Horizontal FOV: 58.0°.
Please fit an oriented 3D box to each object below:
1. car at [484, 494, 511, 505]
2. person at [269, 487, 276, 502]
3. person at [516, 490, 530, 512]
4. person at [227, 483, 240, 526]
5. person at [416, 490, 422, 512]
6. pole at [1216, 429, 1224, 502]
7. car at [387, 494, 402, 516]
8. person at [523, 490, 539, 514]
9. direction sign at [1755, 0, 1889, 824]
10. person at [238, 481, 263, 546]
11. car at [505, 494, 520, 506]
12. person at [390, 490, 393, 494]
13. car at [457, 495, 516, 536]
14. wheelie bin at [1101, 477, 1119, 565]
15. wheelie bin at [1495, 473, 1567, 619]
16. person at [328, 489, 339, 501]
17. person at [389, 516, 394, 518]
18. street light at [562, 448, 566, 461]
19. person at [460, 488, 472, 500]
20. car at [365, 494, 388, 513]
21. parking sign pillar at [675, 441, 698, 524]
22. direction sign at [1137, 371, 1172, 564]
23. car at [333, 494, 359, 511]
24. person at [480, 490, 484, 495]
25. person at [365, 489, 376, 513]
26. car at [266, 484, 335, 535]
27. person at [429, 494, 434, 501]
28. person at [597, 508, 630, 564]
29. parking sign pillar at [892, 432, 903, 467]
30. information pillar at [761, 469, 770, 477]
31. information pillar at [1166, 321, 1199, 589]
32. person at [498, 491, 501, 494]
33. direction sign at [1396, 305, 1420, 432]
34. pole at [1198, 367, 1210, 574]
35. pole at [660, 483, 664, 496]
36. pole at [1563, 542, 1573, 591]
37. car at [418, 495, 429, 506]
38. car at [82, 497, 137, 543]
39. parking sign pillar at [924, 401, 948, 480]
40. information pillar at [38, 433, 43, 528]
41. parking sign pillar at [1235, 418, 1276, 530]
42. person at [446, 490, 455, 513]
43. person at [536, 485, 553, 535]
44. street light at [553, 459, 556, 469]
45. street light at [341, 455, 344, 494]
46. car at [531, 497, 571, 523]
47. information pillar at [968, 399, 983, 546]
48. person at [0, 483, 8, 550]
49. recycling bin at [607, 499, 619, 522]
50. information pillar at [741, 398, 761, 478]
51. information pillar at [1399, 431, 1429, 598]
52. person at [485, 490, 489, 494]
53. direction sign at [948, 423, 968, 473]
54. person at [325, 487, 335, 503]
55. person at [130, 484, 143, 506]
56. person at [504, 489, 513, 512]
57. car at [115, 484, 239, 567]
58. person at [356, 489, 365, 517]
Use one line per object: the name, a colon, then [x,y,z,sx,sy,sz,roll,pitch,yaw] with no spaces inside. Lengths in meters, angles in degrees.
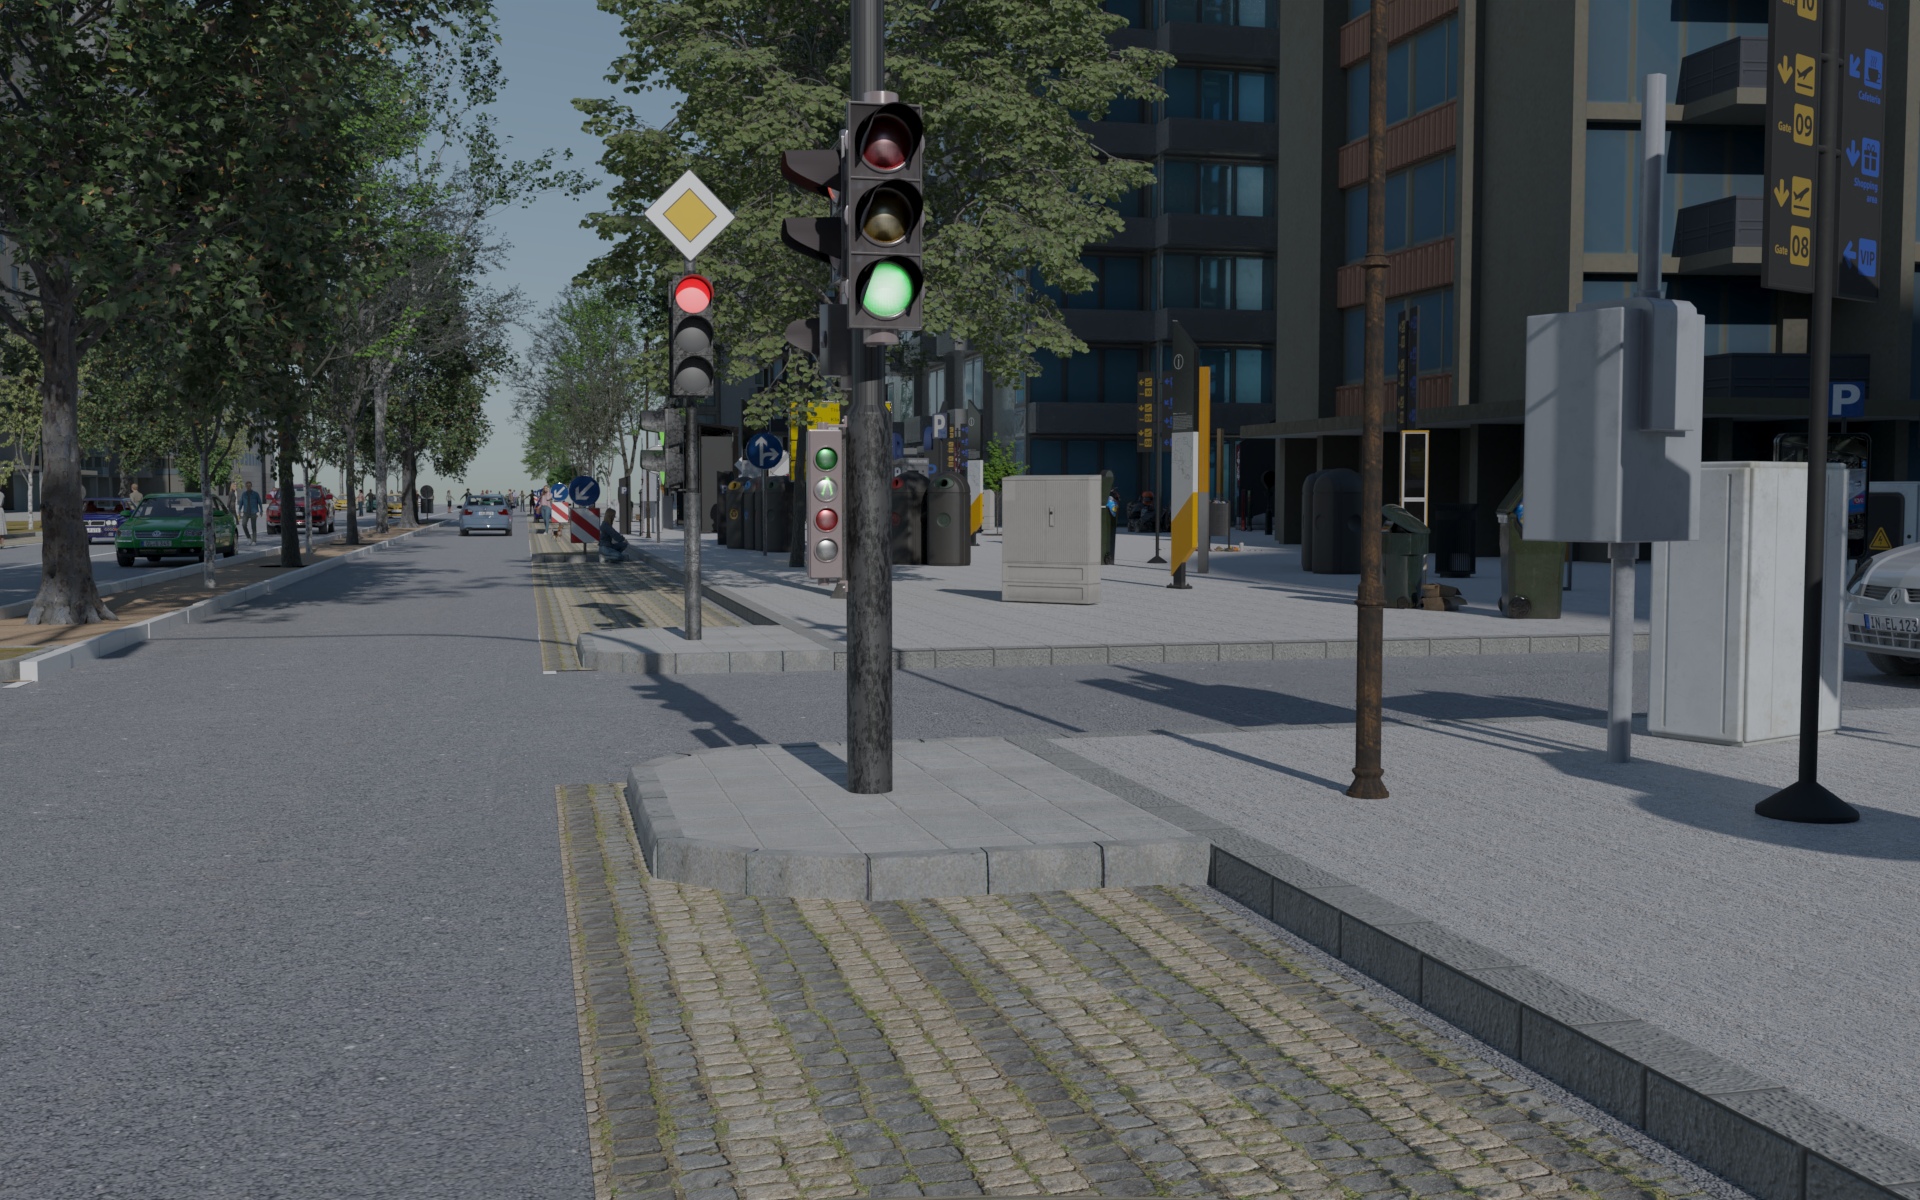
car: [-29.045,-5.876,107.876,2.131,1.459,4.920,-1,4,-16]
person: [-39.334,-5.566,99.367,0.709,1.838,0.599,-2,4,-25]
person: [-35.289,-7.986,139.796,1.217,1.735,0.721,-3,4,-38]
person: [-23.964,-2.925,56.537,0.699,1.804,1.509,1,4,14]
person: [-43.404,-7.900,138.190,1.217,1.766,0.721,1,4,21]
pole: [8.107,-3.678,53.979,0.158,3.312,0.155,0,3,0]
car: [-32.962,-5.587,101.563,2.015,1.641,3.980,-1,4,-15]
person: [-28.394,-6.464,114.908,1.217,1.735,0.721,-2,4,-24]
direction sign: [3.379,-0.906,6.806,0.876,3.537,0.379,-3,4,-37]
person: [-19.612,-2.388,47.889,0.601,1.785,0.444,0,4,-4]
car: [-54.024,-12.024,208.381,2.131,1.459,4.920,-1,4,-16]
person: [-41.197,-7.112,125.497,1.217,1.735,0.721,0,4,-5]
car: [-16.432,-2.941,60.085,2.014,1.417,4.499,-1,4,-14]
wheelie bin: [2.462,-1.444,31.513,0.980,1.594,0.693,2,4,26]
wheelie bin: [5.965,-0.618,18.014,0.693,1.594,0.980,0,4,8]
person: [-45.284,-7.078,124.314,1.350,1.814,0.705,-1,4,-12]
person: [-34.181,-5.640,103.979,1.065,1.426,0.557,3,4,39]
street light: [-37.171,-11.601,162.470,0.468,5.910,1.993,-1,4,-14]
person: [-36.328,-7.331,127.989,1.348,1.869,0.705,-2,4,-33]
car: [-45.017,-7.498,134.392,2.131,1.459,4.920,-1,4,-14]
parking sign pillar: [-11.733,-5.324,75.519,1.447,3.967,1.447,1,4,10]
direction sign: [3.660,-2.449,32.031,0.876,3.537,0.379,3,4,36]
car: [-52.360,-8.418,147.864,2.015,1.641,3.980,-1,4,-13]
person: [-47.505,-10.038,172.556,0.705,1.831,1.348,2,4,29]
person: [-44.320,-7.450,130.328,1.348,1.821,0.705,1,4,16]
car: [-23.931,-3.319,62.941,2.281,1.827,5.304,-1,4,-16]
person: [-43.311,-8.151,141.770,0.705,1.824,1.348,0,4,8]
person: [-7.031,-1.312,35.447,0.738,1.151,1.012,0,4,0]
parking sign pillar: [-2.196,-4.111,55.683,1.447,3.967,1.447,1,4,12]
information pillar: [-5.457,-2.663,48.037,0.304,2.012,0.304,-2,4,-28]
information pillar: [3.016,-1.954,23.302,0.183,3.616,0.504,-2,4,-30]
person: [-58.377,-12.903,219.469,0.705,1.822,1.348,3,5,43]
direction sign: [5.492,-1.792,21.296,0.379,3.537,0.876,0,4,-1]
pole: [3.928,-2.082,27.880,0.158,3.312,0.155,0,3,0]
pole: [-14.910,-5.681,86.723,0.158,3.312,0.155,0,3,0]
pole: [8.049,-1.781,22.960,0.158,3.312,0.155,0,3,0]
car: [-58.789,-10.830,189.432,2.083,1.381,4.827,-1,4,-13]
car: [-24.701,-2.286,49.955,1.945,1.354,3.894,-1,4,-16]
parking sign pillar: [-0.691,-3.746,49.716,1.447,3.967,1.447,1,4,12]
information pillar: [-34.996,-4.567,66.029,0.183,3.616,0.504,-3,5,-39]
parking sign pillar: [10.572,-4.487,61.833,1.447,3.967,1.447,0,4,-1]
person: [-38.748,-7.485,131.666,0.721,1.735,1.217,1,4,13]
person: [-14.511,-3.158,60.725,0.593,1.750,0.643,1,4,23]
street light: [-47.967,-14.196,204.894,0.468,5.910,1.993,-1,4,-14]
street light: [-59.115,-11.806,165.817,0.468,5.910,1.993,-1,4,-14]
car: [-20.336,-4.503,86.207,1.945,1.354,3.894,-1,4,-13]
information pillar: [0.366,-3.135,42.610,0.183,3.616,0.504,-3,5,-41]
person: [-24.964,-2.186,44.805,0.524,1.755,0.480,0,4,2]
recycling bin: [-16.138,-4.205,81.301,0.722,1.027,0.722,0,4,5]
information pillar: [-5.140,-3.132,42.560,0.504,3.616,0.183,-2,4,-27]
information pillar: [5.285,-0.961,20.200,0.304,2.012,0.304,1,4,11]
person: [-32.899,-6.822,120.767,1.217,1.743,0.721,-3,5,-40]
direction sign: [-0.081,-3.891,55.616,0.876,3.537,0.379,0,4,2]
person: [-36.884,-5.642,100.715,1.348,1.831,0.705,2,4,30]
person: [-26.224,-2.812,55.032,0.362,1.759,0.519,1,4,23]
person: [-29.969,-6.468,114.785,0.750,1.759,0.617,0,4,-7]
car: [-16.122,-1.649,35.761,1.959,1.807,4.718,-1,4,-14]
person: [-38.311,-6.195,110.497,1.217,1.736,0.721,3,4,37]
